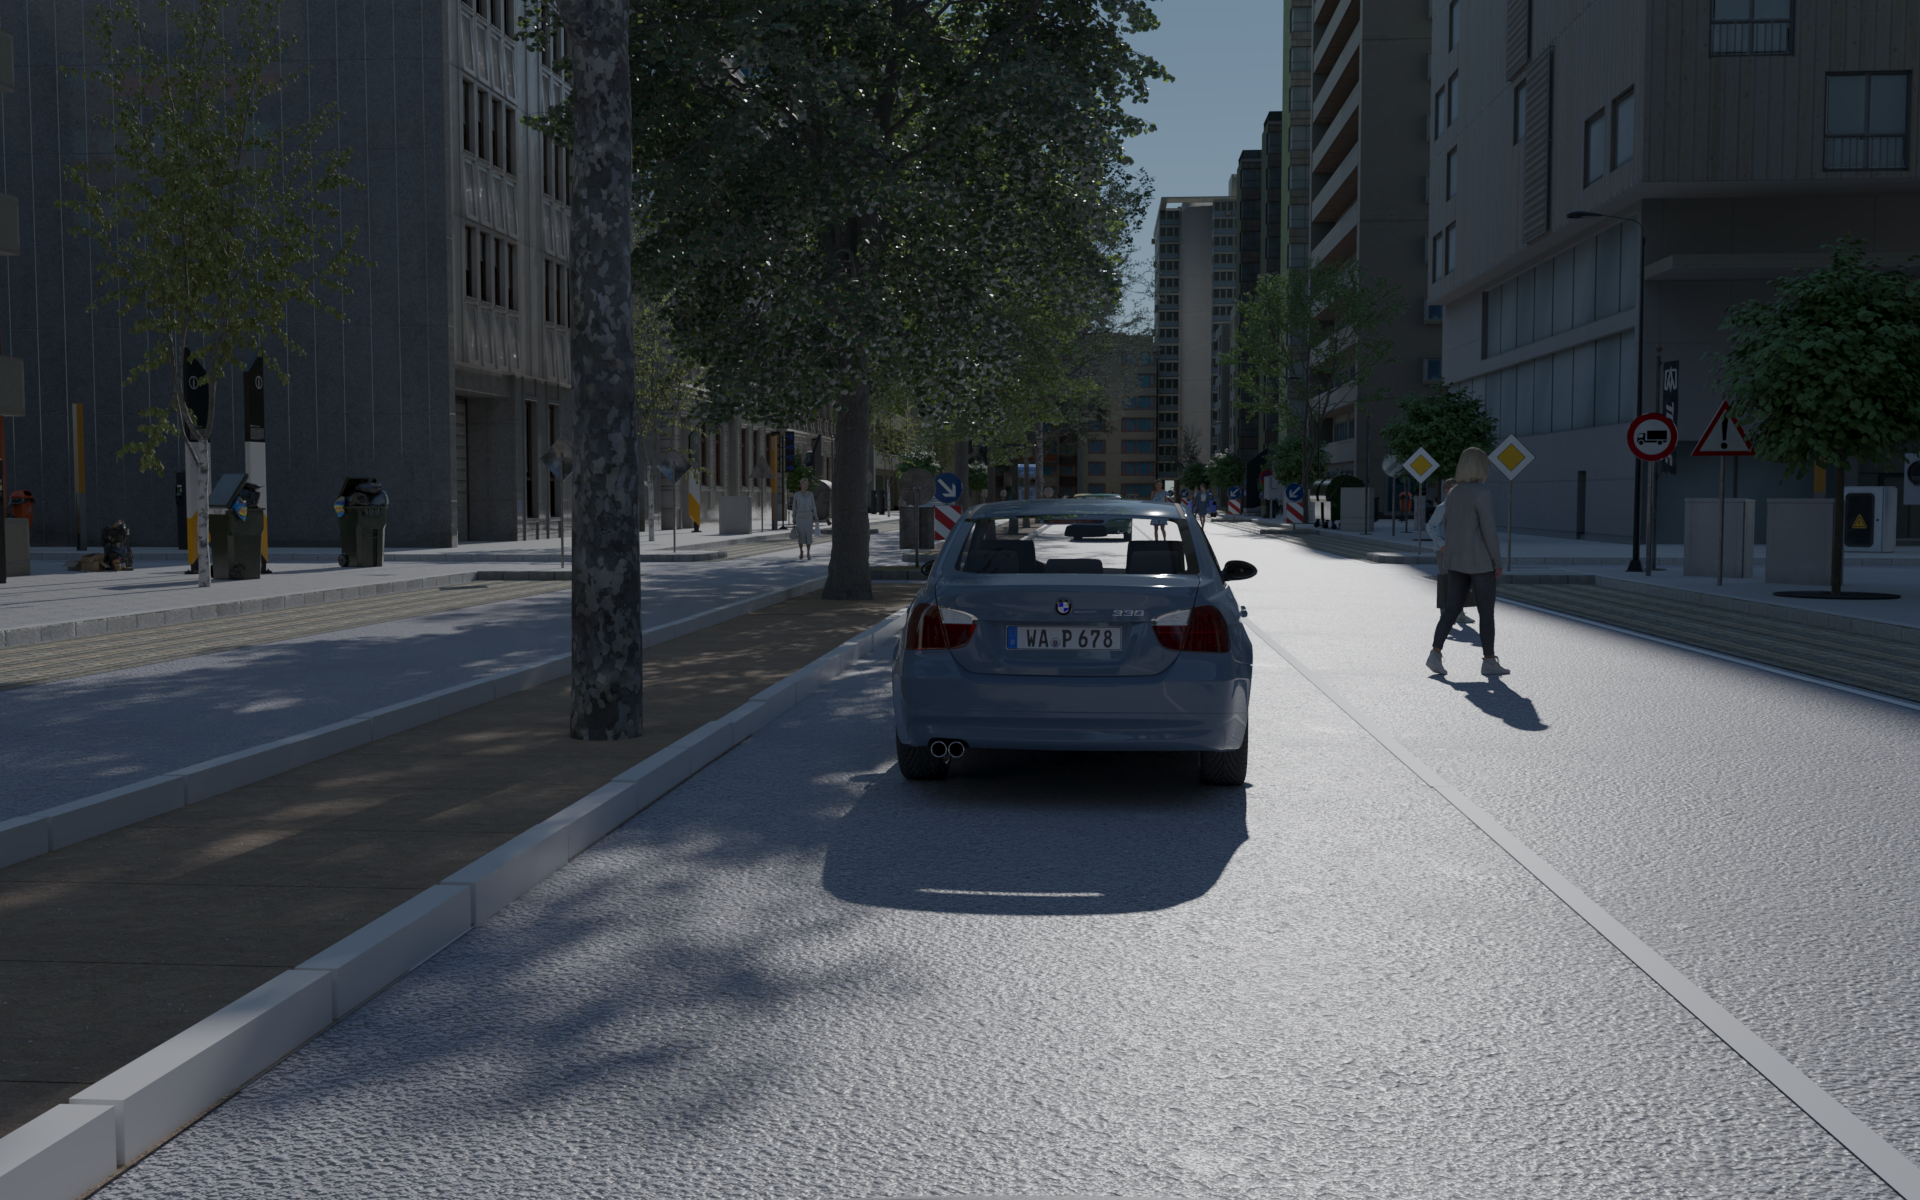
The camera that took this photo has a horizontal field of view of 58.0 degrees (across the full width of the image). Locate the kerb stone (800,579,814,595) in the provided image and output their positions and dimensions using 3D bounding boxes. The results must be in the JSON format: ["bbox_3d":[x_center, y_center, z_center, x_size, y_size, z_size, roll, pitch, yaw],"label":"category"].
[{"bbox_3d":[-2.267,-0.157,24.765,0.120,0.150,1.000,0,4,5],"label":"kerb stone"}]

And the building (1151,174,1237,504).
[{"bbox_3d":[35.778,-31.858,212.758,23.993,40.220,32.217,0,4,5],"label":"building"}]

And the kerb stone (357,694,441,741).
[{"bbox_3d":[-3.400,0.717,10.472,0.120,0.150,1.000,0,4,5],"label":"kerb stone"}]

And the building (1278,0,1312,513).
[{"bbox_3d":[28.971,-26.627,118.948,14.154,41.232,14.086,0,4,5],"label":"building"}]

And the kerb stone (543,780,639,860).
[{"bbox_3d":[-1.545,0.920,7.250,0.120,0.150,1.000,0,4,5],"label":"kerb stone"}]

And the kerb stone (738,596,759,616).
[{"bbox_3d":[-2.586,0.093,20.681,0.120,0.150,1.000,0,4,5],"label":"kerb stone"}]

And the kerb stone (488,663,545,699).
[{"bbox_3d":[-3.238,0.594,12.509,0.120,0.150,1.000,0,4,5],"label":"kerb stone"}]

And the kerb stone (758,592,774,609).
[{"bbox_3d":[-2.513,0.032,21.700,0.120,0.150,1.000,0,4,5],"label":"kerb stone"}]

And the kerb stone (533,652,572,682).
[{"bbox_3d":[-3.161,0.530,13.529,0.120,0.150,1.000,0,4,5],"label":"kerb stone"}]

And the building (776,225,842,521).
[{"bbox_3d":[-12.231,-13.877,91.511,10.561,19.102,19.286,0,4,5],"label":"building"}]

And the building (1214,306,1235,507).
[{"bbox_3d":[39.782,-19.797,168.717,27.650,21.520,28.899,0,4,5],"label":"building"}]

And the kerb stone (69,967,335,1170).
[{"bbox_3d":[-1.790,1.102,4.171,0.120,0.150,1.000,0,4,5],"label":"kerb stone"}]

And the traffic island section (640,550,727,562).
[{"bbox_3d":[-6.281,-0.961,37.992,2.009,0.180,2.903,0,4,5],"label":"traffic island section"}]

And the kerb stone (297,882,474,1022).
[{"bbox_3d":[-1.707,1.043,5.198,0.120,0.150,1.000,0,4,5],"label":"kerb stone"}]

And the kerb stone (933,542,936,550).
[{"bbox_3d":[-0.765,-1.318,43.771,0.120,0.150,1.000,0,4,5],"label":"kerb stone"}]

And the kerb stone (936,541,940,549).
[{"bbox_3d":[-0.686,-1.382,44.793,0.120,0.150,1.000,0,4,5],"label":"kerb stone"}]

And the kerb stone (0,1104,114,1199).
[{"bbox_3d":[-1.872,1.165,3.144,0.120,0.150,1.000,0,4,5],"label":"kerb stone"}]

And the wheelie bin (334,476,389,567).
[{"bbox_3d":[-10.511,-1.385,30.548,0.693,1.594,0.980,2,4,34],"label":"wheelie bin"}]

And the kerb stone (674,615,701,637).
[{"bbox_3d":[-2.832,0.288,17.608,0.120,0.150,1.000,0,4,5],"label":"kerb stone"}]

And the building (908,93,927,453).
[{"bbox_3d":[-10.359,-28.061,142.392,14.154,41.232,14.086,0,4,5],"label":"building"}]

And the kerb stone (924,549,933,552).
[{"bbox_3d":[-0.846,-1.257,42.750,0.120,0.150,1.000,0,4,5],"label":"kerb stone"}]

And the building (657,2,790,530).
[{"bbox_3d":[-14.394,-14.384,71.332,11.583,22.565,21.152,0,4,5],"label":"building"}]

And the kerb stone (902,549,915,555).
[{"bbox_3d":[-1.169,-1.006,38.641,0.120,0.150,1.000,0,4,5],"label":"kerb stone"}]

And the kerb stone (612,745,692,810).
[{"bbox_3d":[-1.467,0.851,8.275,0.120,0.150,1.000,0,4,5],"label":"kerb stone"}]

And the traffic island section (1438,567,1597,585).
[{"bbox_3d":[9.130,-0.396,28.763,2.009,0.180,2.903,0,4,5],"label":"traffic island section"}]

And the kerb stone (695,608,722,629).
[{"bbox_3d":[-2.751,0.218,18.626,0.120,0.150,1.000,0,4,5],"label":"kerb stone"}]

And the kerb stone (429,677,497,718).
[{"bbox_3d":[-3.324,0.655,11.491,0.120,0.150,1.000,0,4,5],"label":"kerb stone"}]

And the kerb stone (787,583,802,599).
[{"bbox_3d":[-2.347,-0.095,23.746,0.120,0.150,1.000,0,4,5],"label":"kerb stone"}]

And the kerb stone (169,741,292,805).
[{"bbox_3d":[-3.555,0.844,8.432,0.120,0.150,1.000,0,4,5],"label":"kerb stone"}]

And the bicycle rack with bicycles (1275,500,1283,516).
[{"bbox_3d":[19.476,-5.534,103.855,2.852,0.926,2.925,0,4,1],"label":"bicycle rack with bicycles"}]

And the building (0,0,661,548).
[{"bbox_3d":[-17.283,-14.236,50.777,12.078,24.808,19.932,0,4,5],"label":"building"}]

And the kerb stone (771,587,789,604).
[{"bbox_3d":[-2.429,-0.032,22.719,0.120,0.150,1.000,0,4,5],"label":"kerb stone"}]

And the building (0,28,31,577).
[{"bbox_3d":[-30.162,-10.337,14.057,28.899,21.520,27.650,0,4,5],"label":"building"}]

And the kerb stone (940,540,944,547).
[{"bbox_3d":[-0.604,-1.444,45.812,0.120,0.150,1.000,0,4,5],"label":"kerb stone"}]

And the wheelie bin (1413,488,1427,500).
[{"bbox_3d":[22.704,-4.707,84.860,0.980,1.594,0.693,1,4,16],"label":"wheelie bin"}]

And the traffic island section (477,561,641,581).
[{"bbox_3d":[-6.911,-0.474,30.032,2.009,0.180,2.903,0,4,5],"label":"traffic island section"}]

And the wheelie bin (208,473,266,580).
[{"bbox_3d":[-10.928,-1.114,26.124,0.980,1.594,0.693,2,4,35],"label":"wheelie bin"}]

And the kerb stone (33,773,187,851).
[{"bbox_3d":[-3.639,0.908,7.411,0.120,0.150,1.000,0,4,5],"label":"kerb stone"}]

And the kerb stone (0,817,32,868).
[{"bbox_3d":[-3.722,0.967,6.386,0.120,0.150,1.000,0,4,5],"label":"kerb stone"}]

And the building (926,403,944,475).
[{"bbox_3d":[-13.956,-29.333,171.474,23.993,40.220,32.217,0,4,5],"label":"building"}]

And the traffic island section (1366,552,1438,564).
[{"bbox_3d":[9.760,-0.883,36.723,2.009,0.180,2.903,0,4,5],"label":"traffic island section"}]

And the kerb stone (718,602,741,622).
[{"bbox_3d":[-2.674,0.155,19.663,0.120,0.150,1.000,0,4,5],"label":"kerb stone"}]

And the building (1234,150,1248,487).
[{"bbox_3d":[30.387,-22.994,147.655,14.160,30.474,14.107,0,4,5],"label":"building"}]

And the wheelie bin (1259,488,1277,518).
[{"bbox_3d":[16.216,-5.102,91.330,0.980,1.594,0.693,-1,4,-17],"label":"wheelie bin"}]

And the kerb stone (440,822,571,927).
[{"bbox_3d":[-1.621,0.976,6.230,0.120,0.150,1.000,0,4,5],"label":"kerb stone"}]

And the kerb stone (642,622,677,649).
[{"bbox_3d":[-2.914,0.346,16.589,0.120,0.150,1.000,0,4,5],"label":"kerb stone"}]

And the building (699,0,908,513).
[{"bbox_3d":[-15.482,-30.615,124.253,21.300,48.544,21.600,0,4,5],"label":"building"}]

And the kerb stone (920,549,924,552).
[{"bbox_3d":[-1.012,-1.132,40.696,0.120,0.150,1.000,0,4,5],"label":"kerb stone"}]

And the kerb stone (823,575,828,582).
[{"bbox_3d":[-2.109,-0.279,26.808,0.120,0.150,1.000,0,4,5],"label":"kerb stone"}]

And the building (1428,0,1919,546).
[{"bbox_3d":[30.097,-28.315,52.195,27.495,52.752,28.713,0,4,5],"label":"building"}]

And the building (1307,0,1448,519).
[{"bbox_3d":[31.479,-28.879,95.865,21.300,48.544,21.600,0,4,5],"label":"building"}]

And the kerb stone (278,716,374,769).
[{"bbox_3d":[-3.483,0.788,9.452,0.120,0.150,1.000,0,4,5],"label":"kerb stone"}]

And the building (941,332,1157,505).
[{"bbox_3d":[9.118,-22.491,212.764,28.899,21.520,27.650,0,4,5],"label":"building"}]

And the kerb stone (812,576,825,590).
[{"bbox_3d":[-2.189,-0.220,25.787,0.120,0.150,1.000,0,4,5],"label":"kerb stone"}]

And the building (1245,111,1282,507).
[{"bbox_3d":[30.011,-22.124,133.431,14.160,30.474,14.107,0,4,5],"label":"building"}]
